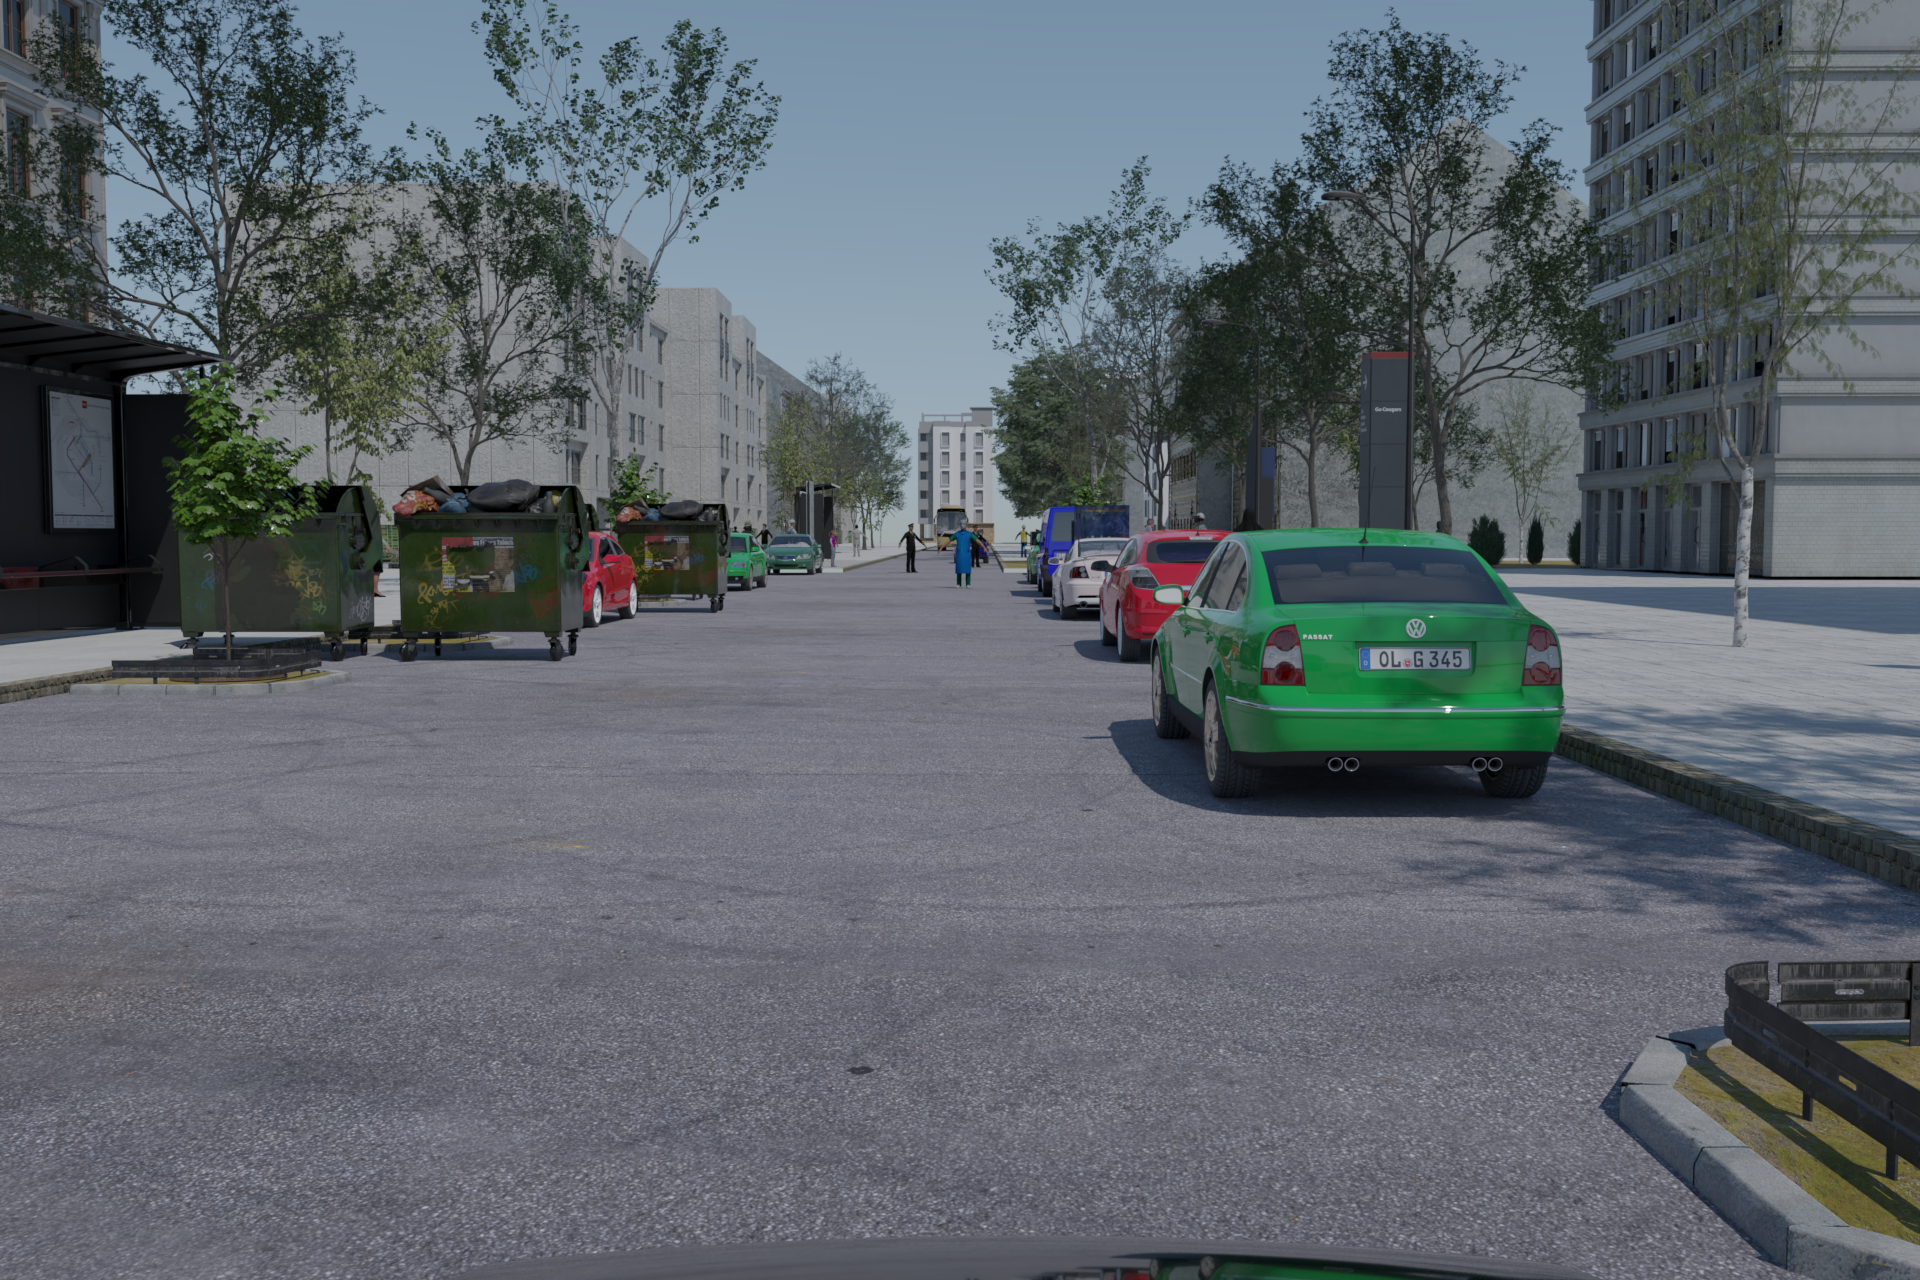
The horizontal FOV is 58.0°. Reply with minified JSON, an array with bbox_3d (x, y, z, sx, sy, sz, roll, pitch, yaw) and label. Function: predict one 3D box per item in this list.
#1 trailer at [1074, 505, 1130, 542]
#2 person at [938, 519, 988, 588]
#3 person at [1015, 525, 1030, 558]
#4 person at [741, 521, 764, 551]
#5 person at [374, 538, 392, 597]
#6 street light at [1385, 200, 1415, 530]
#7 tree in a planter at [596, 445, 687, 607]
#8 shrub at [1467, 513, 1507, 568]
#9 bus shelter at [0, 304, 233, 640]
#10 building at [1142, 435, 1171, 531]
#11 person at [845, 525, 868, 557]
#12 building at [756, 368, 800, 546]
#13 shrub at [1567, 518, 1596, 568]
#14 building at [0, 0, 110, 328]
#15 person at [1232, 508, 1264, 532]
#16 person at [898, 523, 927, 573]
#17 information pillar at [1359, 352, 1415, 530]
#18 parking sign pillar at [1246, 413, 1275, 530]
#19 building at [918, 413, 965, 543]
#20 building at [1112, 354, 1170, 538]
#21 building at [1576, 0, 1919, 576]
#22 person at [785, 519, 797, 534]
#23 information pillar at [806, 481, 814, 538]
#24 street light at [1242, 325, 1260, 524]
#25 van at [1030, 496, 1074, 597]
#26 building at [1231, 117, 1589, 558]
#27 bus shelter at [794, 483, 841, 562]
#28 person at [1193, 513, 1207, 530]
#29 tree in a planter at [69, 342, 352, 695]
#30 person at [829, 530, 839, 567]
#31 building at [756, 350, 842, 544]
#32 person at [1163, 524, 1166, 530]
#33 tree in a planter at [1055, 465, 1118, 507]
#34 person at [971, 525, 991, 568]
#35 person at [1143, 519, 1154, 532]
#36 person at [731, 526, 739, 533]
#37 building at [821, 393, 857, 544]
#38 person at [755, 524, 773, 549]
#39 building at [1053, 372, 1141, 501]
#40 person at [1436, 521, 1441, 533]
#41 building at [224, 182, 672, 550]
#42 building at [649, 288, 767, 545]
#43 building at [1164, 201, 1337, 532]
[{"bbox_3d":[2.882,-1.768,35.959,1.471,1.999,3.904,0,4,1],"label":"trailer"},{"bbox_3d":[0.085,-2.272,45.730,1.347,1.817,0.704,1,4,10],"label":"person"},{"bbox_3d":[3.484,-5.313,93.335,1.216,1.772,0.721,2,4,31],"label":"person"},{"bbox_3d":[-6.689,-2.850,54.833,0.705,1.856,1.354,-3,5,-42],"label":"person"},{"bbox_3d":[-11.826,-1.738,35.254,0.721,1.735,1.217,-3,4,-37],"label":"person"},{"bbox_3d":[6.666,-3.121,23.567,1.470,5.913,1.316,0,4,1],"label":"street light"},{"bbox_3d":[-6.610,-2.310,34.987,1.991,3.239,1.994,0,4,1],"label":"tree in a planter"},{"bbox_3d":[19.722,-3.731,65.046,1.661,2.075,1.752,0,3,0],"label":"shrub"},{"bbox_3d":[-10.596,-1.762,20.097,1.731,3.624,6.357,0,4,1],"label":"bus shelter"},{"bbox_3d":[20.918,-12.336,143.840,9.099,9.664,28.070,0,4,1],"label":"building"},{"bbox_3d":[-5.839,-5.603,97.787,1.347,1.806,0.705,-1,4,-8],"label":"person"},{"bbox_3d":[-27.707,-21.904,189.062,19.493,23.208,18.063,0,4,1],"label":"building"},{"bbox_3d":[23.659,-3.741,65.205,1.661,2.075,1.752,0,3,0],"label":"shrub"},{"bbox_3d":[-31.344,-12.685,43.556,11.583,22.565,21.152,0,3,0],"label":"building"},{"bbox_3d":[5.042,-1.447,30.437,1.214,1.737,0.721,0,4,-6],"label":"person"},{"bbox_3d":[-1.797,-3.410,64.140,1.347,1.837,0.705,-3,5,-41],"label":"person"},{"bbox_3d":[6.141,-2.177,24.973,0.750,3.857,0.750,0,4,1],"label":"information pillar"},{"bbox_3d":[6.777,-3.105,39.245,1.447,3.967,1.447,0,4,1],"label":"parking sign pillar"},{"bbox_3d":[-5.896,-24.580,260.753,11.380,20.090,16.016,0,4,-4],"label":"building"},{"bbox_3d":[26.561,-21.932,189.516,19.493,23.208,18.063,0,4,1],"label":"building"},{"bbox_3d":[26.702,-12.744,55.037,8.464,21.280,15.925,0,4,1],"label":"building"},{"bbox_3d":[-6.471,-3.742,67.046,0.705,1.847,1.347,-3,4,-37],"label":"person"},{"bbox_3d":[-6.672,-5.250,77.158,0.184,3.620,1.656,0,4,1],"label":"information pillar"},{"bbox_3d":[6.993,-3.976,37.554,1.470,5.913,1.316,0,4,1],"label":"street light"},{"bbox_3d":[2.827,-2.247,41.119,2.240,2.365,5.245,0,4,0],"label":"van"},{"bbox_3d":[26.397,-16.483,100.432,19.493,23.208,18.063,0,4,1],"label":"building"},{"bbox_3d":[-6.792,-5.607,82.962,1.731,3.624,6.357,0,3,0],"label":"bus shelter"},{"bbox_3d":[6.344,-2.459,46.036,0.704,1.849,1.345,2,4,30],"label":"person"},{"bbox_3d":[-6.919,-1.166,16.281,1.991,3.239,1.994,0,4,2],"label":"tree in a planter"},{"bbox_3d":[-4.862,-3.544,67.205,0.599,1.433,0.991,1,4,9],"label":"person"},{"bbox_3d":[-24.373,-23.061,207.980,19.493,23.208,18.063,0,4,1],"label":"building"},{"bbox_3d":[11.598,-5.651,98.360,1.349,1.833,0.705,-2,4,-32],"label":"person"},{"bbox_3d":[3.265,-2.916,44.894,1.991,3.239,1.994,0,4,1],"label":"tree in a planter"},{"bbox_3d":[0.676,-4.012,73.988,1.347,1.837,0.705,-2,4,-27],"label":"person"},{"bbox_3d":[5.256,-2.497,47.800,0.436,1.711,0.756,0,4,-1],"label":"person"},{"bbox_3d":[-13.273,-5.845,102.279,1.216,1.740,0.721,-1,4,-15],"label":"person"},{"bbox_3d":[-23.550,-22.446,233.454,16.747,18.905,31.486,0,4,1],"label":"building"},{"bbox_3d":[-9.939,-4.998,87.904,1.347,1.806,0.705,2,4,35],"label":"person"},{"bbox_3d":[25.347,-23.845,233.837,27.936,21.610,32.646,0,4,1],"label":"building"},{"bbox_3d":[19.300,-3.898,69.862,0.705,1.813,1.348,-1,4,-9],"label":"person"},{"bbox_3d":[-28.443,-14.483,103.252,16.747,18.905,31.486,0,4,1],"label":"building"},{"bbox_3d":[-25.826,-16.752,140.345,16.747,18.905,31.486,0,3,0],"label":"building"},{"bbox_3d":[24.693,-17.664,119.730,19.493,23.208,18.063,0,4,1],"label":"building"}]
